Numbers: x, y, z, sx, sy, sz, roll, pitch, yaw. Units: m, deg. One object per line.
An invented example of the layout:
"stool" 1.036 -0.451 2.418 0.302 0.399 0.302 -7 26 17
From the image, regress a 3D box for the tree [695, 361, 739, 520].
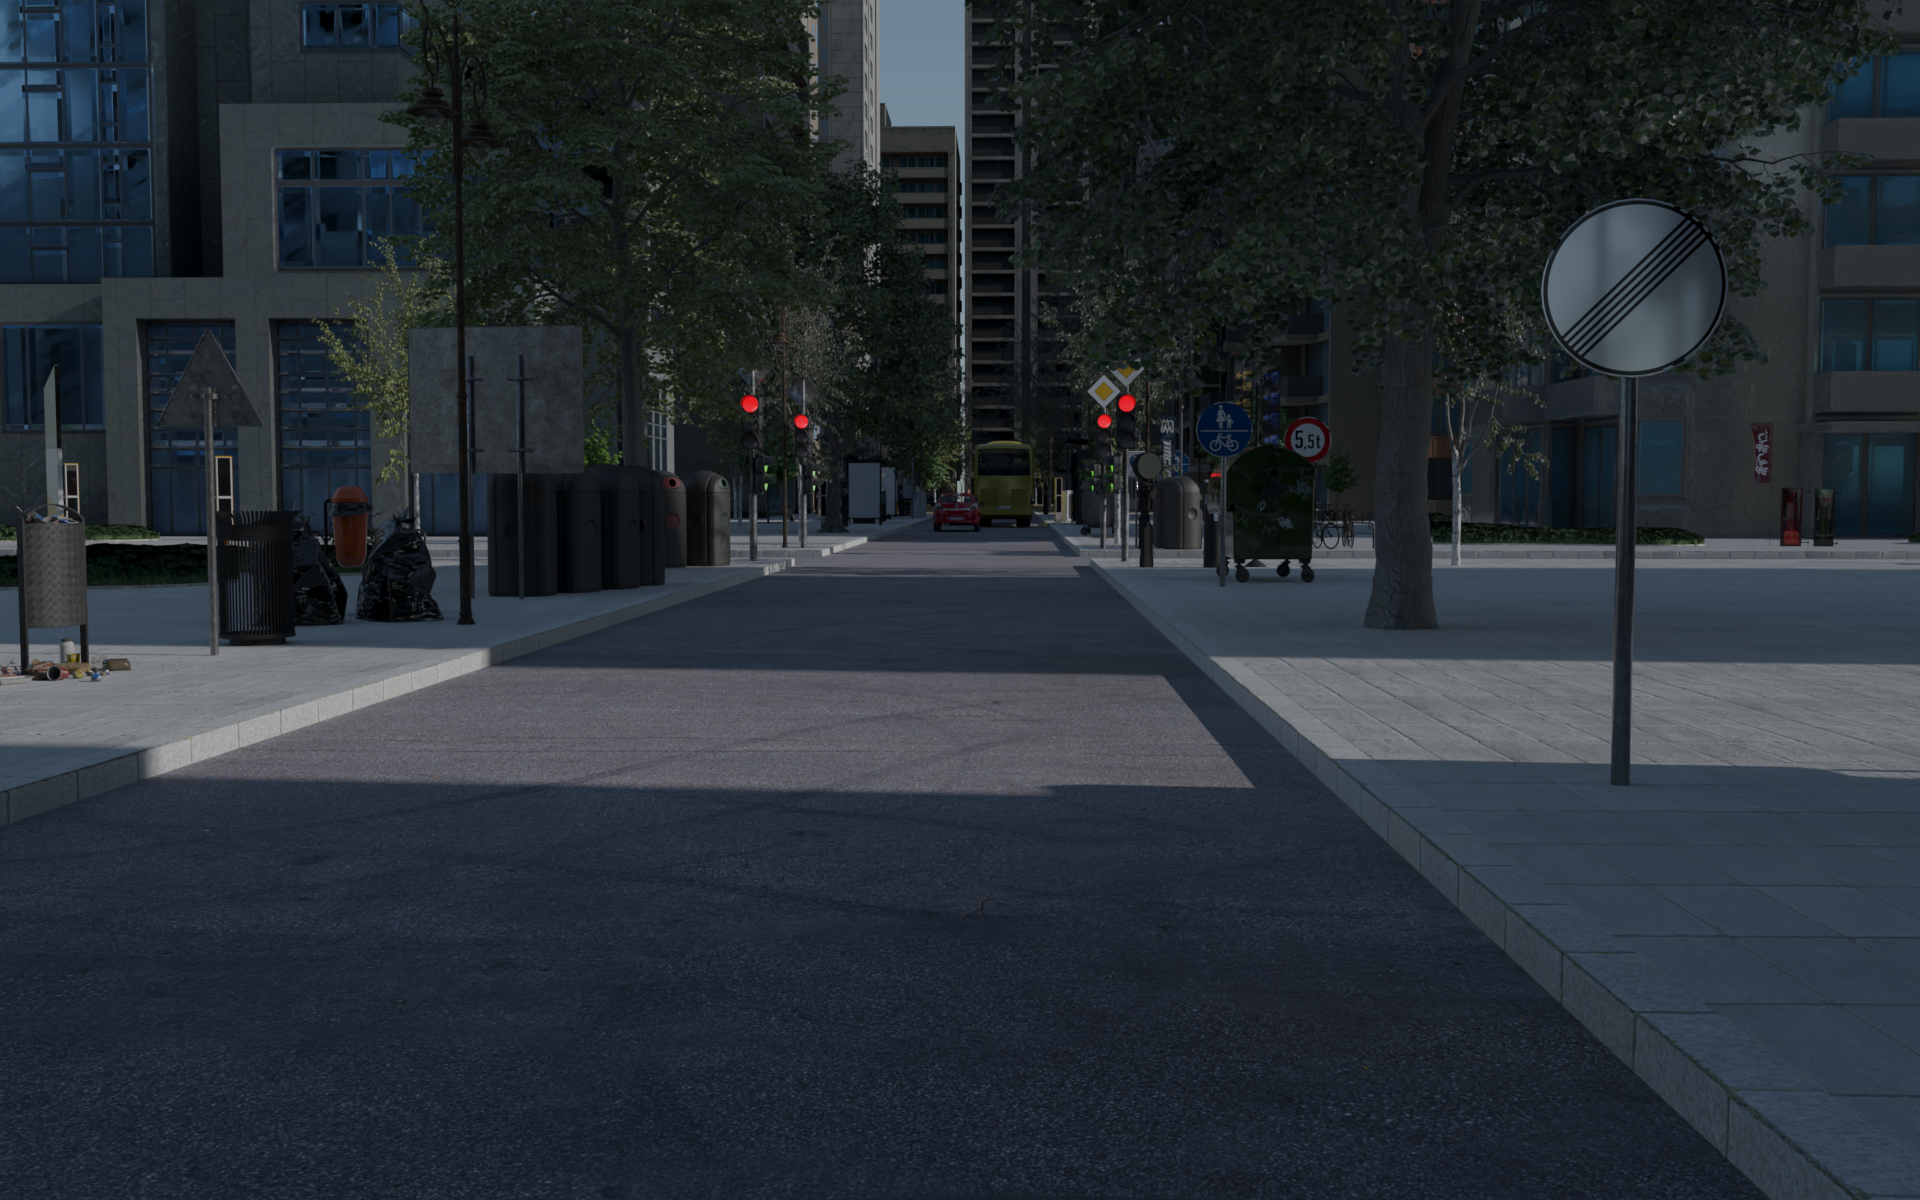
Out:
"tree" -11.286 -8.338 86.686 4.737 8.622 4.395 0 3 0

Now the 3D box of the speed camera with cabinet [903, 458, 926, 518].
"speed camera with cabinet" -2.496 -6.176 95.318 0.660 3.252 2.038 1 4 21

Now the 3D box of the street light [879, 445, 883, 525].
"street light" -3.244 -5.990 70.730 0.468 5.910 1.993 0 4 2

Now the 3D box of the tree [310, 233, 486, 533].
"tree" -15.427 -5.984 48.199 4.737 8.622 4.395 0 3 0

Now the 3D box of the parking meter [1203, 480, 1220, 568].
"parking meter" 4.436 -1.332 30.193 0.372 1.533 0.369 0 3 0

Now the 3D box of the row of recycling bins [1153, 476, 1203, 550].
"row of recycling bins" 5.148 -2.102 41.474 1.069 1.692 3.534 0 4 1

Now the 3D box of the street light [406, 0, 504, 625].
"street light" -4.864 -2.697 16.876 0.468 5.910 1.993 0 4 2

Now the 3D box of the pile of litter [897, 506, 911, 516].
"pile of litter" -3.313 -5.396 102.191 1.176 0.858 1.719 0 4 -1

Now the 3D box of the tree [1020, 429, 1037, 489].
"tree" 7.191 -11.673 141.221 4.360 8.622 3.978 0 3 0

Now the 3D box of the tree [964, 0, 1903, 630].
"tree" 4.351 -6.706 16.296 9.857 13.997 8.962 0 3 0

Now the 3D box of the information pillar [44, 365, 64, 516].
"information pillar" -16.553 -2.465 31.661 0.504 3.616 0.183 3 5 39

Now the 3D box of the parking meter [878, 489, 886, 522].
"parking meter" -3.612 -4.411 80.524 0.372 1.533 0.369 0 3 0

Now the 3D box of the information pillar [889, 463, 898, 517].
"information pillar" -3.716 -6.440 96.653 0.504 3.616 0.183 1 4 21

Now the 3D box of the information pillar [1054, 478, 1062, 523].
"information pillar" 4.436 -4.505 78.153 0.304 2.012 0.304 0 4 -6

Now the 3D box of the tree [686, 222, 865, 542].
"tree" -4.375 -5.860 46.171 4.360 8.622 3.978 0 3 0

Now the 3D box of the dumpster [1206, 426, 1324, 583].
"dumpster" 4.525 -1.426 25.814 1.502 2.255 1.985 0 4 2

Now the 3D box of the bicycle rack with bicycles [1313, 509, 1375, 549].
"bicycle rack with bicycles" 8.623 -1.705 41.263 2.852 0.926 2.925 0 4 -6

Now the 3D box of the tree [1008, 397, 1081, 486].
"tree" 8.784 -15.519 179.495 9.928 11.665 9.643 0 3 0

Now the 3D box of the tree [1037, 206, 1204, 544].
"tree" 4.016 -5.706 43.657 4.360 8.622 3.978 0 3 0

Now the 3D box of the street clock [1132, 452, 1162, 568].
"street clock" 3.257 -1.567 30.197 0.471 2.002 0.358 -1 4 -19

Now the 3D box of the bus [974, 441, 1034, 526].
"bus" 2.035 -5.387 79.623 2.896 3.916 12.252 0 4 2

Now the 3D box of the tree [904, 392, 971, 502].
"tree" -1.583 -10.359 119.727 4.737 8.622 4.395 0 3 0

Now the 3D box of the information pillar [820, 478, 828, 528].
"information pillar" -5.103 -3.758 65.937 0.304 2.012 0.304 2 4 33

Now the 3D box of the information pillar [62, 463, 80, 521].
"information pillar" -21.352 -2.269 41.589 0.304 2.012 0.304 -3 5 -43

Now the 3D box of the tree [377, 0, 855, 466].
"tree" -5.298 -6.649 26.843 7.486 12.596 7.792 0 3 0

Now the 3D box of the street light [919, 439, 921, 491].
"street light" -2.313 -7.791 100.163 0.468 5.910 1.993 0 4 2

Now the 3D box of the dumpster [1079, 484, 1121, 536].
"dumpster" 4.389 -2.958 54.123 1.264 1.857 1.865 0 4 2

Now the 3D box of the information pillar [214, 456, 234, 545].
"information pillar" -14.283 -1.779 33.583 0.304 2.012 0.304 -2 4 -34

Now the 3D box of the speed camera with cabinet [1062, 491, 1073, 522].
"speed camera with cabinet" 5.721 -5.298 80.954 2.038 3.252 0.660 -2 4 -26

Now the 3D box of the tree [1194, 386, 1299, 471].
"tree" 8.861 -4.217 52.659 4.285 4.588 4.351 0 3 0

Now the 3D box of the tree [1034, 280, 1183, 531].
"tree" 5.646 -6.734 60.457 4.737 8.622 4.395 0 3 0

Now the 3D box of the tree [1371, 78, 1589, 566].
"tree" 8.964 -4.906 30.569 4.360 8.622 3.978 0 3 0

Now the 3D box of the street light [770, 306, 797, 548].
"street light" -4.188 -4.189 41.285 0.468 5.910 1.993 0 4 2

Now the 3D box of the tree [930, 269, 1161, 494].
"tree" 5.902 -11.204 93.558 12.009 13.543 11.850 0 3 0

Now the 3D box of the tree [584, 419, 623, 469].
"tree" -9.445 -3.037 44.262 1.663 3.219 1.824 0 3 0

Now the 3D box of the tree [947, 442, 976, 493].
"tree" 0.182 -14.447 186.572 4.360 8.622 3.978 0 3 0

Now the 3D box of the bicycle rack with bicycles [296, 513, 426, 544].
"bicycle rack with bicycles" -11.265 -1.162 32.384 2.925 0.926 2.852 2 4 24

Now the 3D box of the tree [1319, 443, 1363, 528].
"tree" 14.441 -4.345 65.641 1.663 3.219 1.824 0 3 0

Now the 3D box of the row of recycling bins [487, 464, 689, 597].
"row of recycling bins" -5.017 -0.981 23.158 1.069 1.692 3.534 1 4 21

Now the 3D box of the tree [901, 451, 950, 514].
"tree" -2.357 -7.849 112.039 4.285 4.588 4.351 0 3 0

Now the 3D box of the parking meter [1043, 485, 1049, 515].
"parking meter" 5.366 -6.265 108.137 0.255 1.863 0.399 1 4 21

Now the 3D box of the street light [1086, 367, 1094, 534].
"street light" 4.201 -5.100 56.169 0.468 5.910 1.993 0 4 2

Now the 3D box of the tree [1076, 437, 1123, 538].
"tree" 4.232 -3.448 50.969 1.663 3.219 1.824 0 3 0

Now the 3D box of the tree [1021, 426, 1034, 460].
"tree" 8.759 -13.506 171.186 4.737 8.622 4.395 0 3 0

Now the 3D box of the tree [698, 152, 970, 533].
"tree" -4.121 -8.588 57.425 9.611 12.733 9.660 0 3 0

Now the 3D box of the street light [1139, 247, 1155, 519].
"street light" 3.515 -3.650 32.471 0.468 5.910 1.993 0 4 2

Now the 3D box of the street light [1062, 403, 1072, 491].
"street light" 5.316 -6.935 86.183 0.468 5.910 1.993 0 4 2

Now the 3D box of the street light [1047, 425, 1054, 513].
"street light" 6.039 -8.733 115.577 0.468 5.910 1.993 0 4 2

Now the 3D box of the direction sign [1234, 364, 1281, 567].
"direction sign" 5.206 -2.350 30.412 0.876 3.537 0.379 -1 4 -16

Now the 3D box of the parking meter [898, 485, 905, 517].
"parking meter" -3.350 -5.712 99.099 0.399 1.863 0.255 0 4 -1

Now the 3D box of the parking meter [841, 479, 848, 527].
"parking meter" -4.534 -3.822 68.197 0.255 1.863 0.399 0 4 -7

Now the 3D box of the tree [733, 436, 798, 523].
"tree" -8.472 -5.670 76.423 4.285 4.588 4.351 0 3 0
